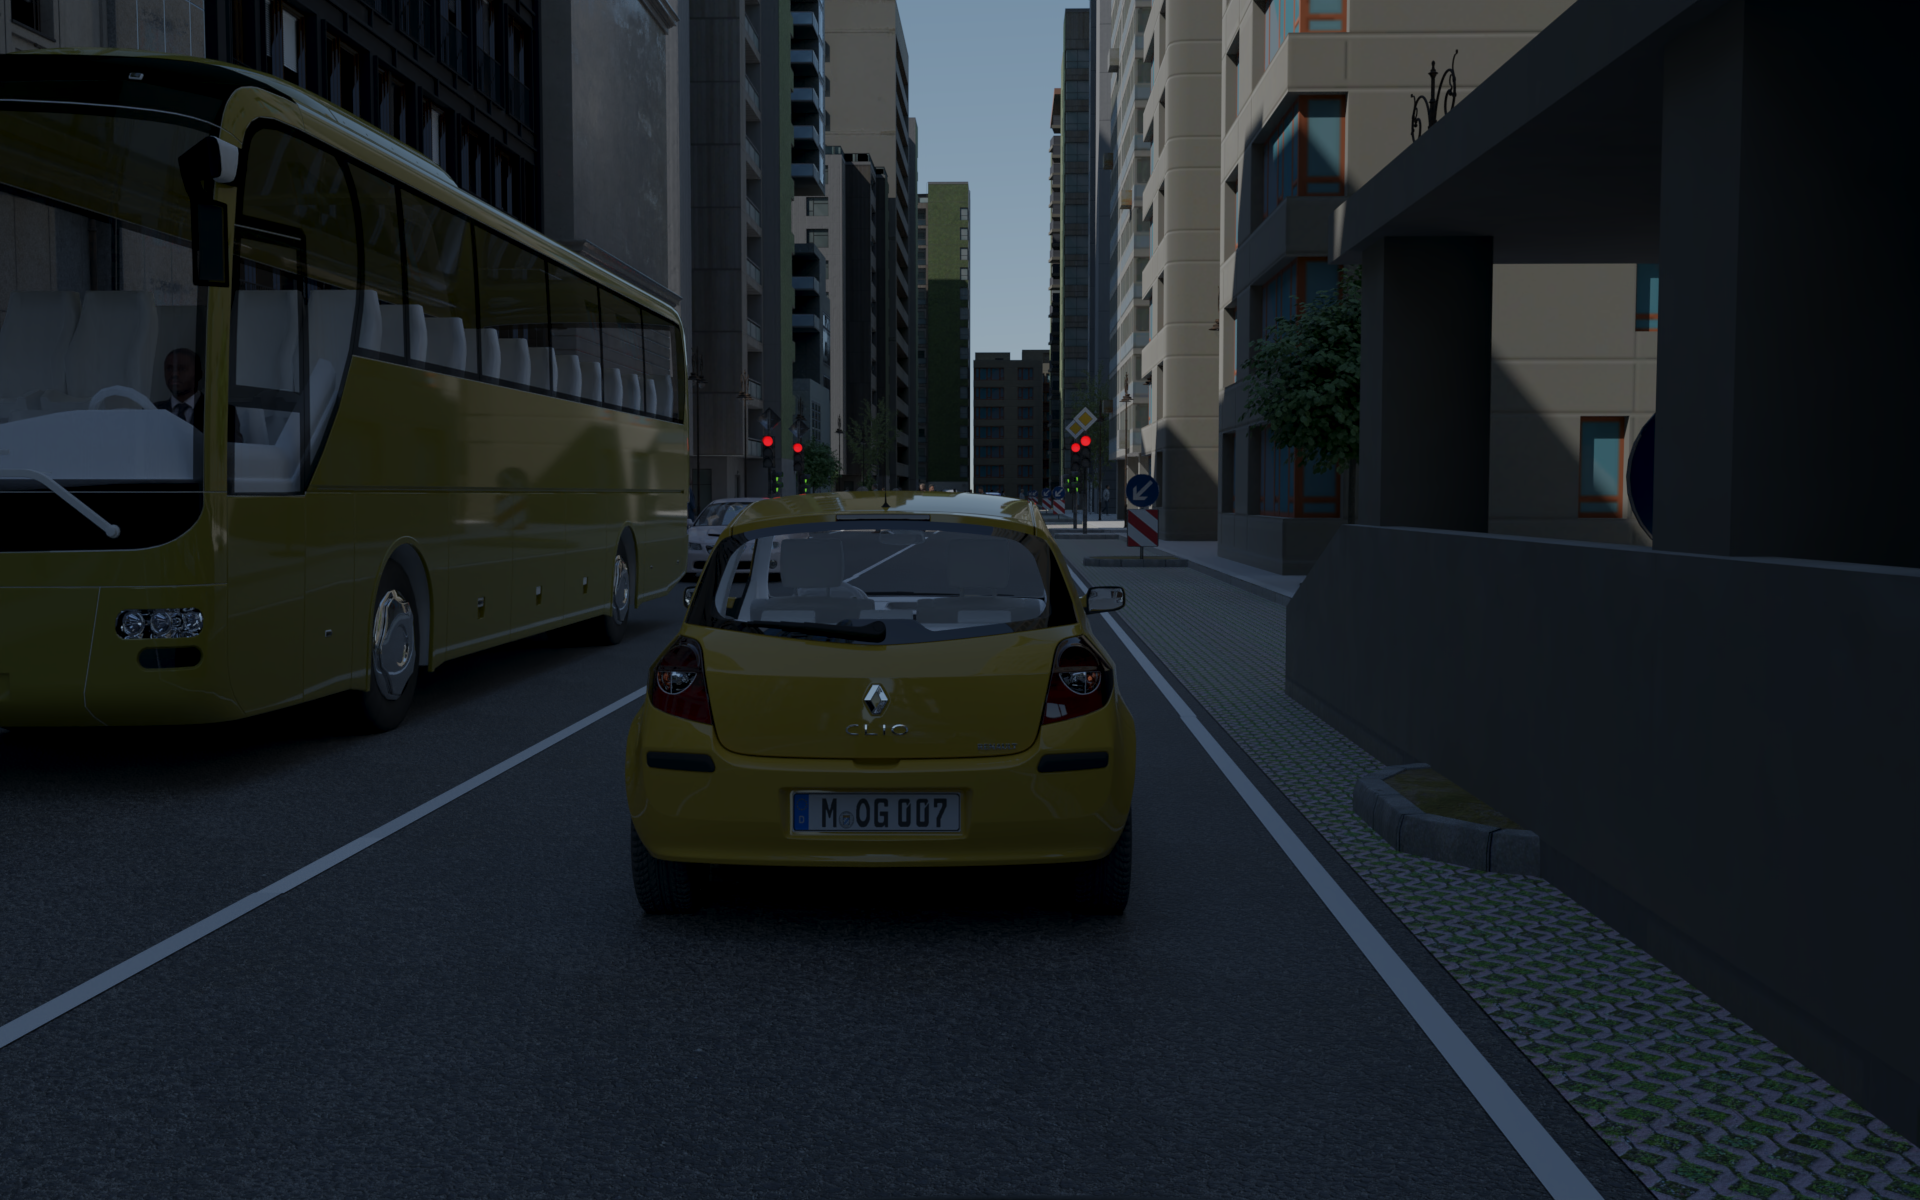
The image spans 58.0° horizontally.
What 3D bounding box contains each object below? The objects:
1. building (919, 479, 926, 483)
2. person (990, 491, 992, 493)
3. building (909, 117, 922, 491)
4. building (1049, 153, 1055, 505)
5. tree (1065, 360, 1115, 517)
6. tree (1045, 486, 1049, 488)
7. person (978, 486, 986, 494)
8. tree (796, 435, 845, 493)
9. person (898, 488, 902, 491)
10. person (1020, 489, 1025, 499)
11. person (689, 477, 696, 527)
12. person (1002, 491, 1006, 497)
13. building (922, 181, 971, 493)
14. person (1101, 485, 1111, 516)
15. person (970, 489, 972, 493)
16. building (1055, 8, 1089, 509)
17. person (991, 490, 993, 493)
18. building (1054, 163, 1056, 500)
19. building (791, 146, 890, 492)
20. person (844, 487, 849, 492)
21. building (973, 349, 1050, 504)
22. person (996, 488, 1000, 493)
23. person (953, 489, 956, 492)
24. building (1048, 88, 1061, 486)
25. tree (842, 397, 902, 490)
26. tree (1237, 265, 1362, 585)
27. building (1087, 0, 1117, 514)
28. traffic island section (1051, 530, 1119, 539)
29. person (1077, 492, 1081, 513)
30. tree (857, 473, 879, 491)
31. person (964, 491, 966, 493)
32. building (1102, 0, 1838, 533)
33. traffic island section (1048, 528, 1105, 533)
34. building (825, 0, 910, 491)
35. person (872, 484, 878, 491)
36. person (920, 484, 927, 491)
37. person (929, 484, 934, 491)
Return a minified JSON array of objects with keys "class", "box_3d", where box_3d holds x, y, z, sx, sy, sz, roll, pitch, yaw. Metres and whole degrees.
[{"class":"building","box_3d":[-18.951,-33.554,203.231,28.867,44.769,22.147,0,4,2]},{"class":"person","box_3d":[3.084,-9.930,171.570,1.217,1.735,0.721,-1,4,-8]},{"class":"building","box_3d":[-11.762,-30.534,182.825,14.154,41.232,14.086,0,4,2]},{"class":"building","box_3d":[17.728,-32.009,206.939,14.154,41.232,14.086,0,4,2]},{"class":"tree","box_3d":[8.014,-8.937,96.474,4.737,8.622,4.395,0,3,0]},{"class":"tree","box_3d":[11.734,-13.575,216.546,1.663,3.219,1.824,0,3,0]},{"class":"person","box_3d":[1.021,-4.233,78.056,0.623,1.781,0.721,2,4,24]},{"class":"tree","box_3d":[-7.842,-6.708,93.386,4.285,4.588,4.351,0,3,0]},{"class":"person","box_3d":[-3.334,-5.498,98.656,0.793,1.790,0.793,2,4,28]},{"class":"person","box_3d":[4.366,-6.928,122.124,0.624,1.780,0.694,3,4,38]},{"class":"person","box_3d":[-8.048,-2.765,51.436,0.419,1.800,0.721,-2,4,-33]},{"class":"person","box_3d":[3.954,-8.859,154.128,0.721,1.735,1.217,-1,4,-21]},{"class":"building","box_3d":[-5.604,-33.366,229.130,14.086,41.232,14.154,0,4,2]},{"class":"person","box_3d":[8.574,-5.892,102.221,0.795,1.843,0.661,2,4,27]},{"class":"person","box_3d":[0.935,-8.094,140.856,1.348,1.821,0.705,-2,4,-35]},{"class":"building","box_3d":[15.824,-28.520,149.902,14.154,41.232,14.086,0,4,2]},{"class":"person","box_3d":[3.249,-10.165,174.328,1.348,1.869,0.705,-2,4,-24]},{"class":"building","box_3d":[16.464,-29.383,164.001,14.154,41.232,14.086,0,4,2]},{"class":"building","box_3d":[-13.453,-22.929,146.595,14.160,30.474,14.107,0,4,2]},{"class":"person","box_3d":[-8.654,-7.831,134.178,0.694,1.812,0.767,1,4,18]},{"class":"building","box_3d":[16.504,-23.946,236.558,28.899,21.520,27.650,0,4,2]},{"class":"person","box_3d":[2.523,-6.715,118.159,0.748,1.841,0.638,2,4,29]},{"class":"person","box_3d":[-0.410,-6.441,114.082,0.850,1.792,0.678,-3,5,-45]},{"class":"building","box_3d":[20.651,-32.458,185.308,22.147,44.769,28.867,0,4,2]},{"class":"tree","box_3d":[-6.497,-11.006,130.313,4.737,8.622,4.395,0,3,0]},{"class":"tree","box_3d":[5.540,-2.462,23.974,4.285,4.588,4.351,0,3,0]},{"class":"building","box_3d":[19.710,-35.562,123.443,21.231,58.520,28.212,0,4,2]},{"class":"traffic island section","box_3d":[4.049,-2.054,55.863,2.009,0.180,2.903,0,4,2]},{"class":"person","box_3d":[7.771,-6.599,114.932,0.522,1.701,0.512,-2,4,-29]},{"class":"tree","box_3d":[-6.947,-8.534,134.135,1.663,3.219,1.824,0,3,0]},{"class":"person","box_3d":[0.575,-11.870,202.595,0.705,1.821,1.348,-2,4,-28]},{"class":"building","box_3d":[18.818,-23.519,76.413,23.993,40.220,32.217,0,4,2]},{"class":"traffic island section","box_3d":[4.264,-2.542,63.845,2.009,0.180,2.903,0,4,2]},{"class":"building","box_3d":[-16.058,-33.069,164.383,21.300,48.544,21.600,0,4,2]},{"class":"person","box_3d":[-3.055,-3.349,63.358,0.391,1.810,0.635,2,4,34]},{"class":"person","box_3d":[-1.445,-3.499,65.725,0.555,1.821,0.388,2,4,28]},{"class":"person","box_3d":[-1.116,-3.756,69.900,0.794,1.824,0.713,0,4,8]}]
